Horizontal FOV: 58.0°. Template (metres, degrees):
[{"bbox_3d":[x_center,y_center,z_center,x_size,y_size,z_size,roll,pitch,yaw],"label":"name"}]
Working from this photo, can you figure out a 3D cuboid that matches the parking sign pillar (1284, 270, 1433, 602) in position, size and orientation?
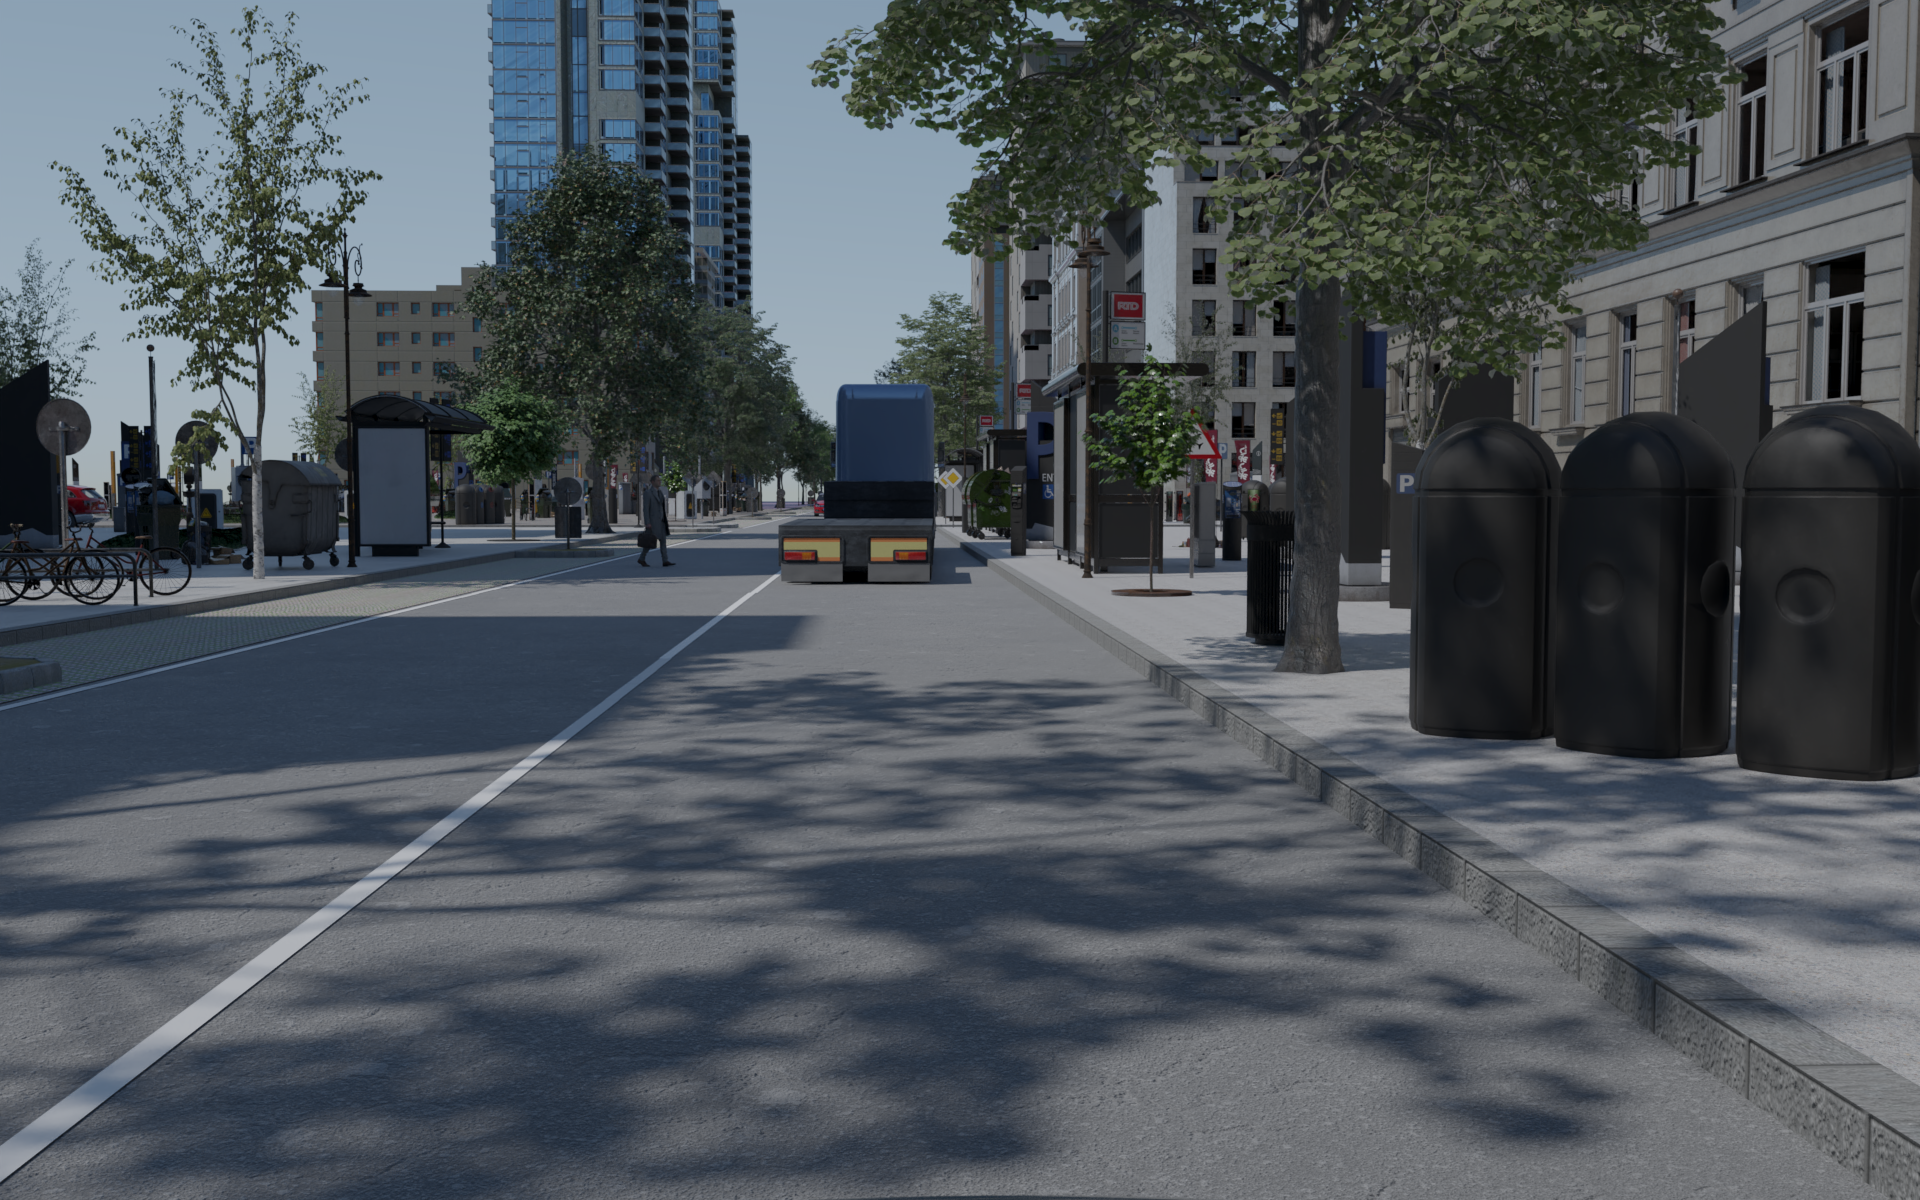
[{"bbox_3d":[4.800,-2.002,21.208,1.447,3.967,1.447,0,4,-3],"label":"parking sign pillar"}]

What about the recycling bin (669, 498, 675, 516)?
[{"bbox_3d":[-16.970,-5.580,103.783,0.722,1.027,0.722,3,5,42],"label":"recycling bin"}]

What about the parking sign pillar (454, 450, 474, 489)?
[{"bbox_3d":[-30.293,-7.176,105.802,1.447,3.967,1.447,2,4,33],"label":"parking sign pillar"}]

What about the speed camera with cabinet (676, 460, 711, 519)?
[{"bbox_3d":[-13.619,-5.763,88.563,0.660,3.252,2.038,2,4,33],"label":"speed camera with cabinet"}]

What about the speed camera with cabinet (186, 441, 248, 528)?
[{"bbox_3d":[-23.684,-3.746,55.576,2.038,3.252,0.660,-3,4,-36],"label":"speed camera with cabinet"}]

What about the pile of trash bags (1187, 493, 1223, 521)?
[{"bbox_3d":[12.458,-4.517,83.609,3.447,1.369,1.912,3,4,38],"label":"pile of trash bags"}]

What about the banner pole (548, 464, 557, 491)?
[{"bbox_3d":[-29.557,-8.288,125.530,0.863,3.779,0.401,-2,4,-34],"label":"banner pole"}]

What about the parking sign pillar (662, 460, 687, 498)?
[{"bbox_3d":[-19.909,-8.176,122.151,1.447,3.967,1.447,1,4,11],"label":"parking sign pillar"}]

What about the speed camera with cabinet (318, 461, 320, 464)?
[{"bbox_3d":[-38.457,-6.669,103.377,0.660,3.252,2.038,-1,4,-22],"label":"speed camera with cabinet"}]

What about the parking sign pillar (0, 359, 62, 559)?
[{"bbox_3d":[-18.891,-2.830,34.742,1.447,3.967,1.447,-1,4,-13],"label":"parking sign pillar"}]

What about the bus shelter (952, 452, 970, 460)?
[{"bbox_3d":[0.739,-6.607,85.652,2.179,5.291,8.768,0,4,-3],"label":"bus shelter"}]

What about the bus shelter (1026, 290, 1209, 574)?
[{"bbox_3d":[2.734,-3.318,31.889,2.179,5.291,8.768,0,4,-3],"label":"bus shelter"}]

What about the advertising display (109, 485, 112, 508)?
[{"bbox_3d":[-59.482,-7.114,121.519,0.123,1.923,0.974,-1,4,-11],"label":"advertising display"}]

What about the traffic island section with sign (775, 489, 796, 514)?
[{"bbox_3d":[-12.667,-7.000,123.079,1.989,1.847,2.006,0,4,-3],"label":"traffic island section with sign"}]

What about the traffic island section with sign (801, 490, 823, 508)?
[{"bbox_3d":[-14.877,-10.081,173.446,1.989,1.847,2.006,0,4,-3],"label":"traffic island section with sign"}]

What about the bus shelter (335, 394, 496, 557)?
[{"bbox_3d":[-11.770,-2.692,37.936,2.014,3.302,5.546,0,4,-3],"label":"bus shelter"}]

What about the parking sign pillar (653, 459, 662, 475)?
[{"bbox_3d":[-23.082,-8.831,132.865,1.447,3.967,1.447,1,4,11],"label":"parking sign pillar"}]

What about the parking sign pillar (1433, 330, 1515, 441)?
[{"bbox_3d":[8.260,-2.422,28.067,1.447,3.967,1.447,-1,4,-9],"label":"parking sign pillar"}]

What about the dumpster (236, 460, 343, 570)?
[{"bbox_3d":[-11.549,-1.475,29.880,1.264,1.857,1.865,0,4,-3],"label":"dumpster"}]

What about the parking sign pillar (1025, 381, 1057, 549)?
[{"bbox_3d":[2.196,-3.205,40.878,1.447,3.967,1.447,2,4,32],"label":"parking sign pillar"}]

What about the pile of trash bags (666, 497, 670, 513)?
[{"bbox_3d":[-20.341,-6.520,116.350,1.912,1.369,3.447,-2,4,-26],"label":"pile of trash bags"}]

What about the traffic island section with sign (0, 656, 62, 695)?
[{"bbox_3d":[-7.803,-0.244,12.623,1.989,1.847,2.006,0,4,-3],"label":"traffic island section with sign"}]

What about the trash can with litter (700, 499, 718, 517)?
[{"bbox_3d":[-14.285,-5.329,98.517,1.055,1.170,0.624,0,4,-5],"label":"trash can with litter"}]

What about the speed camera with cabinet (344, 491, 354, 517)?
[{"bbox_3d":[-29.964,-5.689,87.350,2.038,3.252,0.660,0,4,4],"label":"speed camera with cabinet"}]

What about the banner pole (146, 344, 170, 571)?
[{"bbox_3d":[-13.398,-2.374,28.828,0.401,3.779,0.863,-2,4,-30],"label":"banner pole"}]

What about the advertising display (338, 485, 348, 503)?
[{"bbox_3d":[-43.629,-7.158,122.248,0.123,1.923,0.974,3,4,36],"label":"advertising display"}]

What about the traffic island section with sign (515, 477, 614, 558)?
[{"bbox_3d":[-8.978,-1.891,39.553,1.989,1.847,2.006,0,4,-3],"label":"traffic island section with sign"}]

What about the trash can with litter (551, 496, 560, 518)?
[{"bbox_3d":[-22.157,-5.102,94.802,0.624,1.170,1.055,0,4,-5],"label":"trash can with litter"}]

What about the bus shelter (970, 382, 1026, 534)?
[{"bbox_3d":[1.754,-5.042,60.071,2.179,5.291,8.768,0,4,-3],"label":"bus shelter"}]

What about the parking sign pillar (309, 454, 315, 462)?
[{"bbox_3d":[-43.091,-7.788,115.809,1.447,3.967,1.447,0,4,-6],"label":"parking sign pillar"}]

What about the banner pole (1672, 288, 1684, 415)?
[{"bbox_3d":[8.661,-1.894,20.984,0.401,3.779,0.863,1,4,20],"label":"banner pole"}]

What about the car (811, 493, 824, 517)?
[{"bbox_3d":[-8.396,-6.217,110.694,2.155,1.783,4.494,0,4,-3],"label":"car"}]

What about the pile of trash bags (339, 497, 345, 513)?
[{"bbox_3d":[-44.493,-6.784,120.670,3.447,1.369,1.912,-1,4,-8],"label":"pile of trash bags"}]

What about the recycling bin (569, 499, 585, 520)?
[{"bbox_3d":[-19.128,-4.499,86.114,0.722,1.027,0.722,-3,4,-37],"label":"recycling bin"}]

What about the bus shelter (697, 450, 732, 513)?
[{"bbox_3d":[-17.167,-8.696,119.816,2.179,5.291,8.768,0,4,-2],"label":"bus shelter"}]

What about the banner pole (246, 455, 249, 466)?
[{"bbox_3d":[-36.098,-5.982,87.822,0.401,3.779,0.863,-2,4,-33],"label":"banner pole"}]

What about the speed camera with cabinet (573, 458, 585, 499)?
[{"bbox_3d":[-20.947,-6.161,95.068,0.660,3.252,2.038,-1,4,-10],"label":"speed camera with cabinet"}]

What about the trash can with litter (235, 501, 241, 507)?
[{"bbox_3d":[-49.765,-6.659,119.924,2.233,1.210,1.678,1,4,14],"label":"trash can with litter"}]

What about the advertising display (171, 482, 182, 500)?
[{"bbox_3d":[-43.785,-5.600,96.774,0.974,1.923,0.123,3,4,39],"label":"advertising display"}]

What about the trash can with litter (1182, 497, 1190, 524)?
[{"bbox_3d":[10.034,-3.844,74.236,1.055,1.170,0.624,2,4,32],"label":"trash can with litter"}]

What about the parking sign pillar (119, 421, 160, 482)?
[{"bbox_3d":[-30.214,-4.609,63.832,1.447,3.967,1.447,-1,4,-10],"label":"parking sign pillar"}]

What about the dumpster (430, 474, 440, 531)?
[{"bbox_3d":[-13.826,-2.460,42.713,1.502,2.255,1.985,0,4,-2],"label":"dumpster"}]

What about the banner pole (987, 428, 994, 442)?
[{"bbox_3d":[1.168,-4.646,65.977,0.401,3.779,0.863,-2,4,-24],"label":"banner pole"}]

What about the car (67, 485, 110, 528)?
[{"bbox_3d":[-36.347,-3.632,68.056,5.304,1.827,2.281,0,4,-4],"label":"car"}]

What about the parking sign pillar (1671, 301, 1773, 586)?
[{"bbox_3d":[10.914,-2.225,24.851,1.447,3.967,1.447,-3,5,-40],"label":"parking sign pillar"}]

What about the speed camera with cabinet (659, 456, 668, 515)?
[{"bbox_3d":[-15.910,-5.905,90.886,0.660,3.252,2.038,-2,4,-28],"label":"speed camera with cabinet"}]

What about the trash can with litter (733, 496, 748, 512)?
[{"bbox_3d":[-15.862,-6.998,125.802,1.055,1.170,0.624,2,4,30],"label":"trash can with litter"}]

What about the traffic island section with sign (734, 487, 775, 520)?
[{"bbox_3d":[-11.481,-5.353,96.150,1.989,1.847,2.006,0,4,-3],"label":"traffic island section with sign"}]

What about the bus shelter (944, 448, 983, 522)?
[{"bbox_3d":[0.131,-5.163,78.339,2.014,3.302,5.546,0,4,-2],"label":"bus shelter"}]

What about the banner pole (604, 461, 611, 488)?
[{"bbox_3d":[-15.780,-5.335,77.250,0.863,3.779,0.401,2,4,35],"label":"banner pole"}]
